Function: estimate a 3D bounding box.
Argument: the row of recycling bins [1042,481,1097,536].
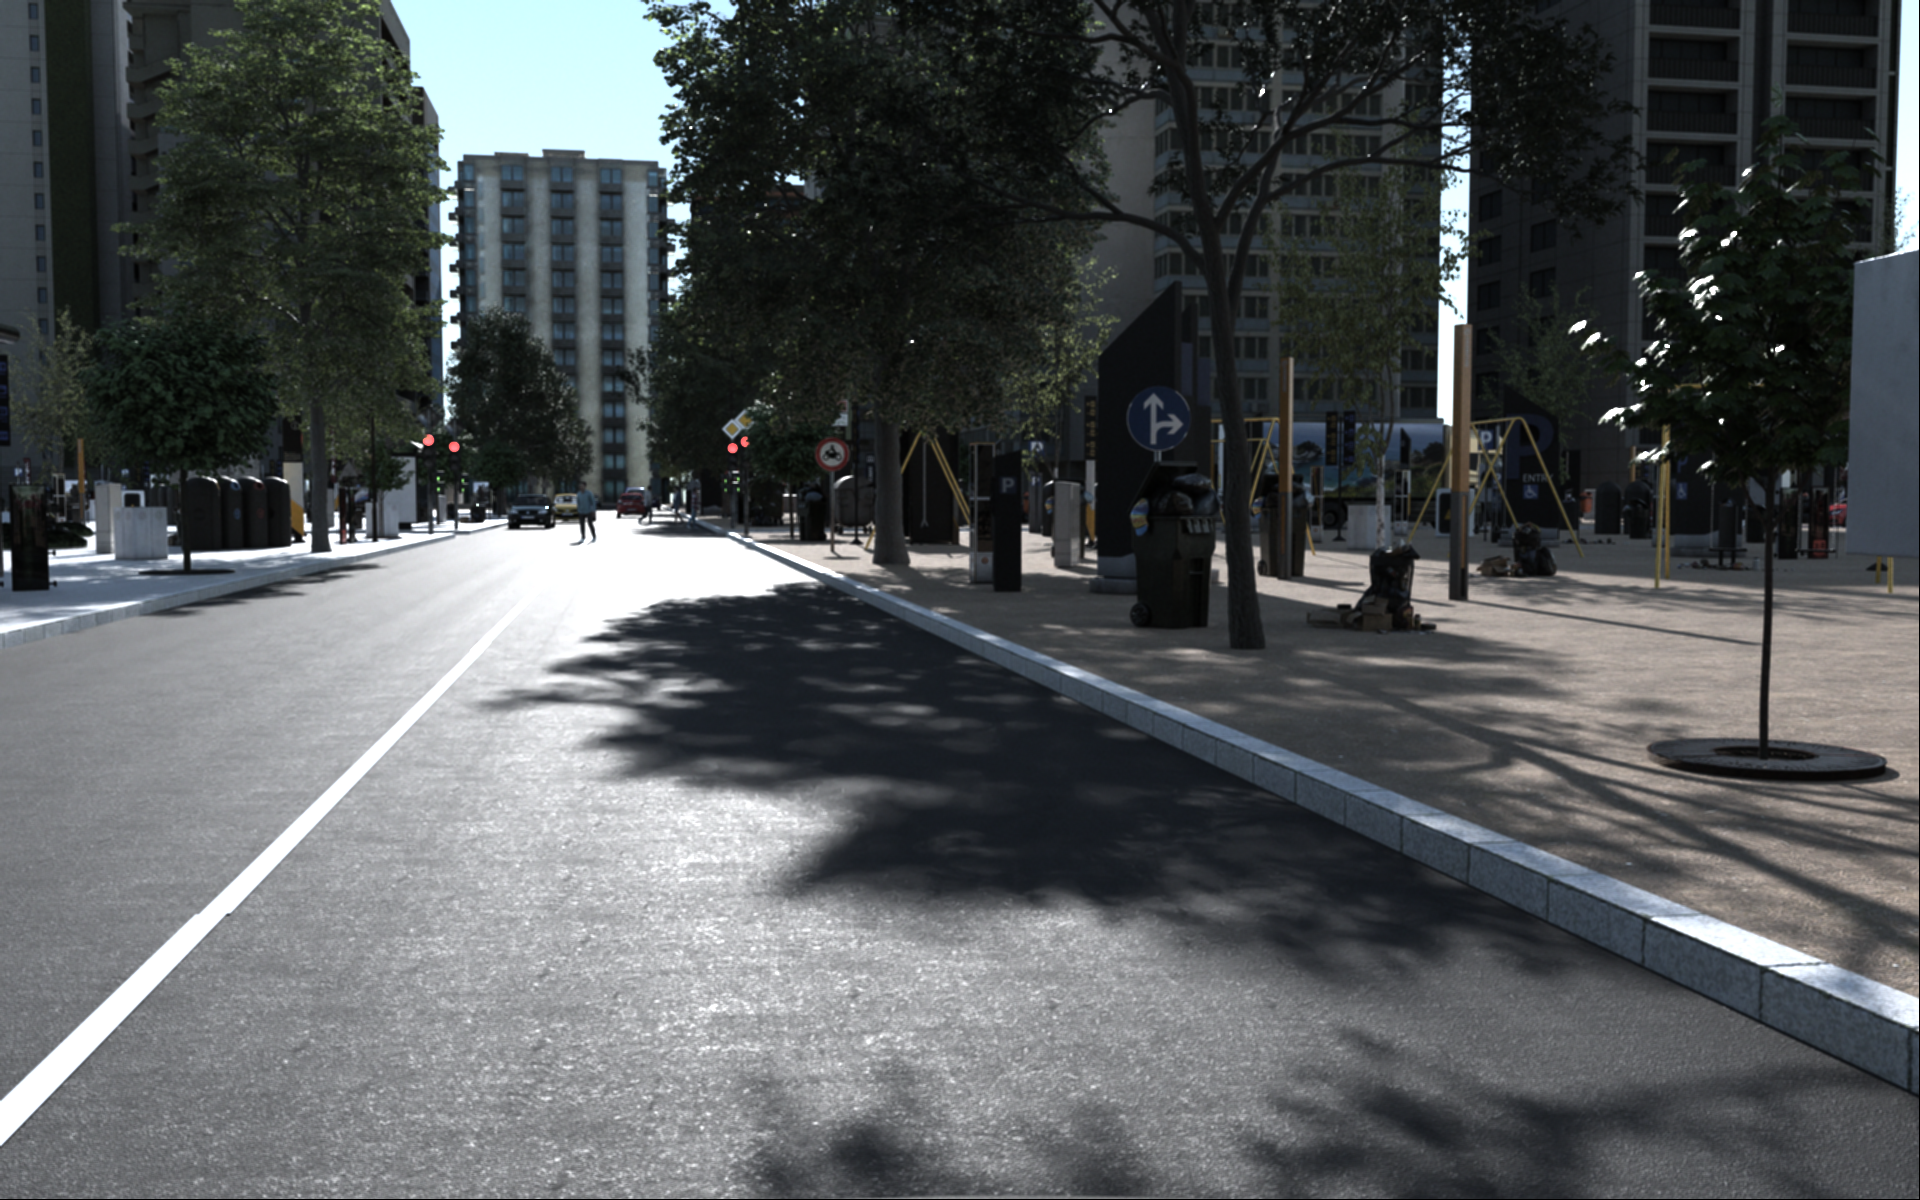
[{"bbox_3d":[4.100,-2.833,53.437,3.534,1.692,1.069,-2,4,-34],"label":"row of recycling bins"}]

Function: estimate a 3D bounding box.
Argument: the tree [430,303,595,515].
[{"bbox_3d":[-27.540,-11.439,104.043,9.611,12.733,9.660,0,3,0],"label":"tree"}]

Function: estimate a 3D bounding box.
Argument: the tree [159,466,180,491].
[{"bbox_3d":[-22.040,-3.382,49.901,1.663,3.219,1.824,0,3,0],"label":"tree"}]

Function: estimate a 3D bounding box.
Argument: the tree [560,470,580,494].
[{"bbox_3d":[-45.755,-15.422,202.504,4.360,8.622,3.978,0,3,0],"label":"tree"}]

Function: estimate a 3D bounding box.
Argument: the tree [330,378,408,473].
[{"bbox_3d":[-37.337,-9.577,106.939,4.360,8.622,3.978,0,3,0],"label":"tree"}]

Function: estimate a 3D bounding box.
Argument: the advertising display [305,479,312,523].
[{"bbox_3d":[-28.871,-4.376,76.766,0.123,1.923,0.974,-2,4,-32],"label":"advertising display"}]

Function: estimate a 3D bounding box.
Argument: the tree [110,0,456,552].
[{"bbox_3d":[-14.385,-7.309,37.624,7.486,12.596,7.792,0,3,0],"label":"tree"}]

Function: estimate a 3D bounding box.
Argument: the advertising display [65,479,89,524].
[{"bbox_3d":[-38.105,-4.250,74.705,0.974,1.923,0.123,-1,4,-15],"label":"advertising display"}]

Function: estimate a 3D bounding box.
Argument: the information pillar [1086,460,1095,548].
[{"bbox_3d":[3.140,-3.075,41.626,0.183,3.616,0.504,-1,4,-13],"label":"information pillar"}]

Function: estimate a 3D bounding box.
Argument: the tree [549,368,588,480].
[{"bbox_3d":[-36.542,-14.313,152.146,7.486,12.596,7.792,0,3,0],"label":"tree"}]

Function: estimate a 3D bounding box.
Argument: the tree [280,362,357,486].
[{"bbox_3d":[-36.335,-9.003,97.556,4.737,8.622,4.395,0,3,0],"label":"tree"}]

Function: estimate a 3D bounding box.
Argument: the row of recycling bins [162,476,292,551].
[{"bbox_3d":[-17.061,-2.060,40.791,1.069,1.692,3.534,1,4,13],"label":"row of recycling bins"}]

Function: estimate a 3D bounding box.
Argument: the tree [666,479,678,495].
[{"bbox_3d":[-33.541,-12.730,202.734,1.663,3.219,1.824,0,3,0],"label":"tree"}]

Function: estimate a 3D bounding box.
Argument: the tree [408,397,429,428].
[{"bbox_3d":[-41.507,-11.003,130.264,4.360,8.622,3.978,0,3,0],"label":"tree"}]

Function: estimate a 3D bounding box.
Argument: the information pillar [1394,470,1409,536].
[{"bbox_3d":[13.525,-2.972,53.087,0.304,2.012,0.304,-3,5,-42],"label":"information pillar"}]

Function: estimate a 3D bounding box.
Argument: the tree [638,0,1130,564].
[{"bbox_3d":[-1.268,-7.637,31.524,9.857,13.997,8.962,0,3,0],"label":"tree"}]

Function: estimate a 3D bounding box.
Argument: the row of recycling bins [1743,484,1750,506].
[{"bbox_3d":[33.240,-4.035,73.082,1.069,1.692,3.534,2,4,28],"label":"row of recycling bins"}]

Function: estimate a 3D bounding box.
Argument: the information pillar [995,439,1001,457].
[{"bbox_3d":[1.537,-5.052,73.958,0.504,3.616,0.183,-1,4,-14],"label":"information pillar"}]

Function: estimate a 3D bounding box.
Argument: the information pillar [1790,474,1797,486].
[{"bbox_3d":[21.285,-2.452,44.583,0.304,2.012,0.304,-1,4,-14],"label":"information pillar"}]

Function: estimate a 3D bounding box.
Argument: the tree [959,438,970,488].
[{"bbox_3d":[-0.895,-6.874,96.099,4.285,4.588,4.351,0,3,0],"label":"tree"}]

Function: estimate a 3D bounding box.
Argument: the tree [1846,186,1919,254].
[{"bbox_3d":[22.694,-5.560,41.275,4.360,8.622,3.978,0,3,0],"label":"tree"}]

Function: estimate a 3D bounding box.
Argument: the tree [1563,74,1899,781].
[{"bbox_3d":[3.688,-0.828,8.147,1.663,3.219,1.824,0,3,0],"label":"tree"}]

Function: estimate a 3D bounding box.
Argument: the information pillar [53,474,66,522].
[{"bbox_3d":[-32.539,-3.553,62.585,0.304,2.012,0.304,3,4,36],"label":"information pillar"}]

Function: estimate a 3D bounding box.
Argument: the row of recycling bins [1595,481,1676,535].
[{"bbox_3d":[21.978,-2.922,54.885,3.534,1.692,1.069,2,4,28],"label":"row of recycling bins"}]

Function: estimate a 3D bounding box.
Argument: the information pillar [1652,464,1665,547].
[{"bbox_3d":[16.910,-2.281,41.782,0.304,2.012,0.304,0,4,4],"label":"information pillar"}]

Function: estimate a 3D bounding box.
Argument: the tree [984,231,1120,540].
[{"bbox_3d":[2.454,-5.996,48.403,4.360,8.622,3.978,0,3,0],"label":"tree"}]

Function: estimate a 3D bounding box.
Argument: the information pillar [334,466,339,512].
[{"bbox_3d":[-44.213,-8.041,122.829,0.183,3.616,0.504,0,4,7],"label":"information pillar"}]

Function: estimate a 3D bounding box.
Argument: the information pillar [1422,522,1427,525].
[{"bbox_3d":[19.047,-4.864,70.889,0.183,3.616,0.504,1,4,15],"label":"information pillar"}]

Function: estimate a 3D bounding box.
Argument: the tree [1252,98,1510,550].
[{"bbox_3d":[7.514,-4.978,31.755,4.737,8.622,4.395,0,3,0],"label":"tree"}]

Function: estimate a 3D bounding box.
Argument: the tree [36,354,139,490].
[{"bbox_3d":[-46.669,-8.671,92.135,4.737,8.622,4.395,0,3,0],"label":"tree"}]

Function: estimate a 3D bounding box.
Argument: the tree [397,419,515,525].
[{"bbox_3d":[-21.527,-5.373,71.564,4.285,4.588,4.351,0,3,0],"label":"tree"}]

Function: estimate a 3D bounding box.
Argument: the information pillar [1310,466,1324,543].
[{"bbox_3d":[9.354,-2.502,45.404,0.304,2.012,0.304,1,4,21],"label":"information pillar"}]

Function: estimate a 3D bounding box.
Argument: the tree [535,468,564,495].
[{"bbox_3d":[-34.439,-11.824,143.678,4.737,8.622,4.395,0,3,0],"label":"tree"}]

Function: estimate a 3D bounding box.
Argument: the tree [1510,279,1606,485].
[{"bbox_3d":[19.911,-6.624,58.666,4.737,8.622,4.395,0,3,0],"label":"tree"}]

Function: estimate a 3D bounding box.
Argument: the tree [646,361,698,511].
[{"bbox_3d":[-19.355,-12.874,128.619,7.486,12.596,7.792,0,3,0],"label":"tree"}]

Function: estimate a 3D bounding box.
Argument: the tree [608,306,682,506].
[{"bbox_3d":[-29.524,-19.629,176.817,12.611,20.169,13.585,0,3,0],"label":"tree"}]

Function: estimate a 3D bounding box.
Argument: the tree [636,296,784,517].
[{"bbox_3d":[-13.155,-10.977,96.484,9.611,12.733,9.660,0,3,0],"label":"tree"}]

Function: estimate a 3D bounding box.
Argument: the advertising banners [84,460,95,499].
[{"bbox_3d":[-44.214,-5.641,88.418,0.090,3.025,2.074,1,4,14],"label":"advertising banners"}]

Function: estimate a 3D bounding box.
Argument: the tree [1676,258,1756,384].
[{"bbox_3d":[22.430,-6.088,49.909,4.737,8.622,4.395,0,3,0],"label":"tree"}]

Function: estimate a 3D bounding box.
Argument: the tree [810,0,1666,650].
[{"bbox_3d":[2.197,-4.891,14.382,8.767,10.594,7.601,-3,4,-38],"label":"tree"}]

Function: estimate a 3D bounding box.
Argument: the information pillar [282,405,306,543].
[{"bbox_3d":[-17.445,-3.302,45.350,0.504,3.616,0.183,-1,4,-9],"label":"information pillar"}]

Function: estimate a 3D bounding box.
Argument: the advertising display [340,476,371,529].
[{"bbox_3d":[-22.073,-3.556,63.358,0.974,1.923,0.123,0,4,-3],"label":"advertising display"}]

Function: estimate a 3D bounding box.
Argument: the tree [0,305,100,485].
[{"bbox_3d":[-34.937,-7.104,66.513,4.360,8.622,3.978,0,3,0],"label":"tree"}]

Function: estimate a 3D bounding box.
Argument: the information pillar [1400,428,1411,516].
[{"bbox_3d":[15.642,-4.253,60.890,0.183,3.616,0.504,-2,4,-25],"label":"information pillar"}]

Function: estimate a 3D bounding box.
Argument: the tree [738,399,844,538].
[{"bbox_3d":[-4.985,-4.162,51.767,4.285,4.588,4.351,0,3,0],"label":"tree"}]

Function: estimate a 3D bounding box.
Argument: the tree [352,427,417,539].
[{"bbox_3d":[-16.599,-3.374,49.764,1.663,3.219,1.824,0,3,0],"label":"tree"}]

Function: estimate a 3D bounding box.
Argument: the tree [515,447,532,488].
[{"bbox_3d":[-24.865,-6.722,93.626,4.285,4.588,4.351,0,3,0],"label":"tree"}]

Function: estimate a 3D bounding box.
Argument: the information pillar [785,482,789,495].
[{"bbox_3d":[-12.852,-8.418,128.993,0.183,3.616,0.504,-3,5,-41],"label":"information pillar"}]

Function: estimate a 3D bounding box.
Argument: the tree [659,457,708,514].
[{"bbox_3d":[-16.800,-9.879,111.880,4.737,8.622,4.395,0,3,0],"label":"tree"}]

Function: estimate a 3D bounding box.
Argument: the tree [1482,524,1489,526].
[{"bbox_3d":[21.176,-4.657,70.737,1.663,3.219,1.824,0,3,0],"label":"tree"}]

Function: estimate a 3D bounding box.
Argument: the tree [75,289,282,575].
[{"bbox_3d":[-12.563,-2.713,28.072,4.285,4.588,4.351,0,3,0],"label":"tree"}]

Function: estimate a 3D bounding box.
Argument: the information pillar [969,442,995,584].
[{"bbox_3d":[0.317,-1.238,24.739,0.304,2.012,0.304,-1,4,-15],"label":"information pillar"}]

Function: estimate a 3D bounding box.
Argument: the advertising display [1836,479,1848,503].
[{"bbox_3d":[37.076,-4.135,72.821,0.123,1.923,0.974,0,4,6],"label":"advertising display"}]

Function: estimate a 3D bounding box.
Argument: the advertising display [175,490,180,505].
[{"bbox_3d":[-24.196,-2.989,54.078,0.123,1.923,0.974,0,4,3],"label":"advertising display"}]

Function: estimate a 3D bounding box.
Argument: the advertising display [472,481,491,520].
[{"bbox_3d":[-23.907,-4.978,86.596,0.974,1.923,0.123,1,4,17],"label":"advertising display"}]
